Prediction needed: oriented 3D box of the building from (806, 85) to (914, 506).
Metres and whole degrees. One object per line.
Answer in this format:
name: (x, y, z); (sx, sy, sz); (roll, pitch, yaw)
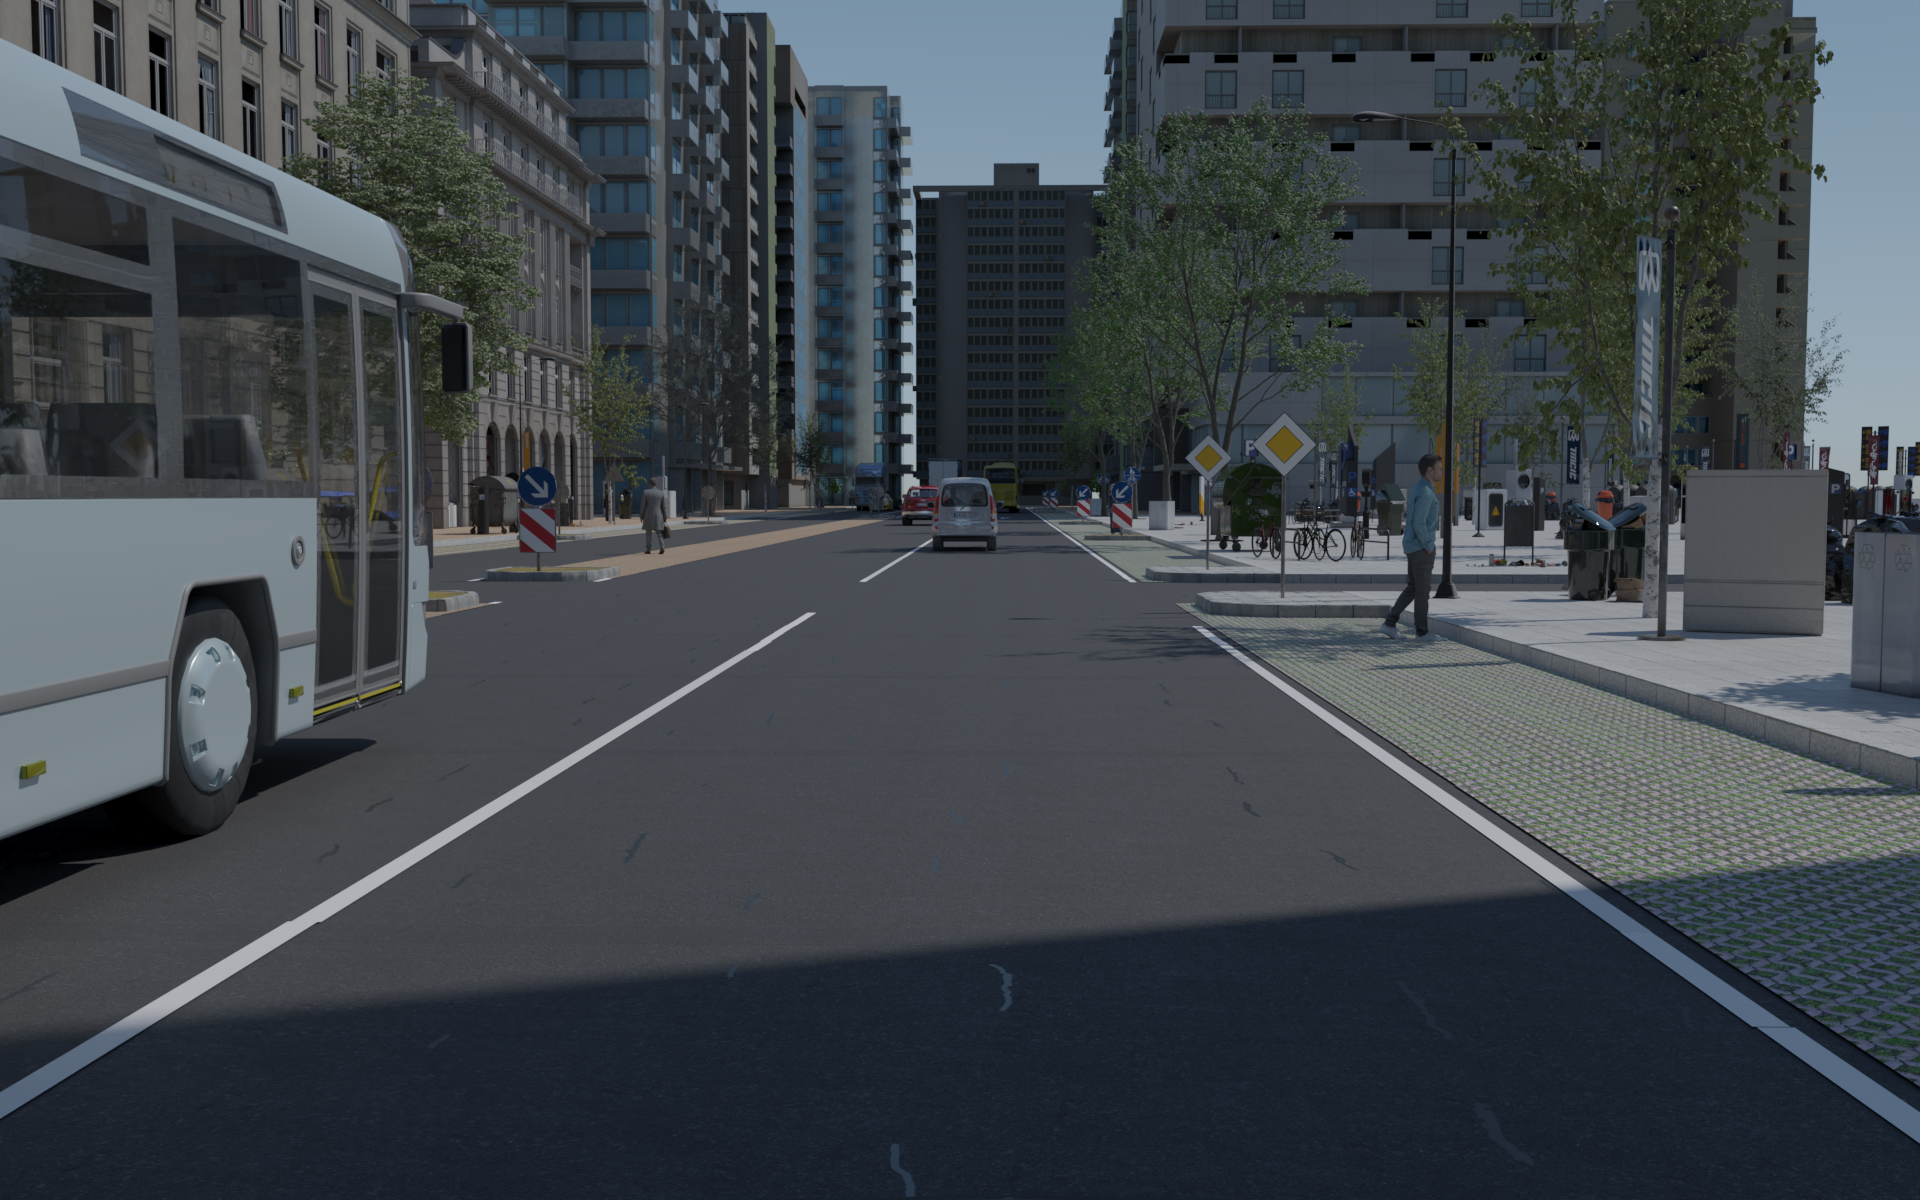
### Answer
building: (-20.701, -35.677, 202.927); (30.456, 49.044, 23.786); (0, 4, 2)

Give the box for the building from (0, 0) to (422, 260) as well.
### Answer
building: (-26.929, -13.083, 47.183); (16.112, 22.955, 30.059); (0, 4, 2)

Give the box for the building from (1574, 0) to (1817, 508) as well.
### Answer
building: (68.200, -33.095, 164.806); (21.600, 48.544, 21.300); (0, 4, 2)

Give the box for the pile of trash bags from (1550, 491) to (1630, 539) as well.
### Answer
pile of trash bags: (17.789, -2.360, 48.333); (1.912, 1.369, 3.447); (1, 4, 11)

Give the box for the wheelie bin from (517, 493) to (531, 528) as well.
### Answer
wheelie bin: (-16.654, -3.549, 65.942); (0.693, 1.594, 0.980); (0, 4, -7)

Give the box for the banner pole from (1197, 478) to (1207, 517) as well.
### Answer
banner pole: (13.686, -6.564, 97.335); (0.863, 3.779, 0.401); (-2, 4, -35)

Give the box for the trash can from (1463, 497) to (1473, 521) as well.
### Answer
trash can: (24.650, -4.398, 83.567); (0.748, 1.137, 0.748); (0, 3, 0)

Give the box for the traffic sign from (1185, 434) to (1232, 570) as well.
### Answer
traffic sign: (4.189, -1.567, 29.265); (0.795, 2.450, 0.064); (0, 4, 2)

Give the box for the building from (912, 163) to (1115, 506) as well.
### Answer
building: (6.609, -31.445, 205.999); (23.993, 40.220, 32.217); (0, 4, 2)

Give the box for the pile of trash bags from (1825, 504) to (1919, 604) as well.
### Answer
pile of trash bags: (11.877, -0.669, 20.698); (3.447, 1.369, 1.912); (0, 4, 3)

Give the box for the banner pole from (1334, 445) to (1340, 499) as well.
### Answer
banner pole: (19.197, -6.023, 88.499); (0.401, 3.779, 0.863); (-2, 4, -28)

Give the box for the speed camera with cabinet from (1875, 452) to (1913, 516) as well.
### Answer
speed camera with cabinet: (43.186, -5.241, 80.033); (2.038, 3.252, 0.660); (-2, 4, -31)

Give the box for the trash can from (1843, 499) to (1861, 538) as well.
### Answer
trash can: (25.762, -2.367, 50.362); (0.748, 1.137, 0.748); (0, 3, 0)

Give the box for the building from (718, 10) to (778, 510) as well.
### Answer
building: (-23.038, -28.096, 142.965); (14.154, 41.232, 14.086); (0, 4, 2)

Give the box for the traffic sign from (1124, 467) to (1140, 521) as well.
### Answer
traffic sign: (8.066, -4.959, 81.181); (0.768, 2.556, 0.104); (0, 4, 7)

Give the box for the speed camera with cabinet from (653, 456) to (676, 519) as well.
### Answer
speed camera with cabinet: (-15.399, -5.865, 90.233); (0.660, 3.252, 2.038); (1, 4, 9)

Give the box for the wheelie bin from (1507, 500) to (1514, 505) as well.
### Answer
wheelie bin: (27.474, -4.832, 86.911); (0.693, 1.594, 0.980); (2, 4, 24)

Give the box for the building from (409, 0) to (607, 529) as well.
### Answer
building: (-24.499, -14.237, 74.576); (13.314, 21.916, 24.055); (0, 4, 2)

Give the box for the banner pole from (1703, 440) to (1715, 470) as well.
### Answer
banner pole: (34.455, -5.491, 79.799); (0.401, 3.779, 0.863); (-2, 4, -30)

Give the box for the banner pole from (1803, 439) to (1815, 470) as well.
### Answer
banner pole: (38.737, -5.446, 79.060); (0.863, 3.779, 0.401); (-2, 4, -25)

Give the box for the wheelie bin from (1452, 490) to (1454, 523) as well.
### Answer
wheelie bin: (21.645, -4.197, 76.529); (0.693, 1.594, 0.980); (1, 4, 13)

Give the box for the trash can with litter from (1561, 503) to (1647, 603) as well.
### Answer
trash can with litter: (7.831, -0.580, 20.862); (1.055, 1.170, 0.624); (3, 5, 39)

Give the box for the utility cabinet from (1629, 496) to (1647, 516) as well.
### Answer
utility cabinet: (23.218, -2.942, 59.266); (0.306, 1.237, 1.020); (0, 4, -1)

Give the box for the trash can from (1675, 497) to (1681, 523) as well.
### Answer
trash can: (31.916, -4.037, 77.652); (0.748, 1.137, 0.748); (0, 3, 0)

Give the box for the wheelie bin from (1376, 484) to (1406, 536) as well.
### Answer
wheelie bin: (13.223, -2.779, 53.351); (0.980, 1.594, 0.693); (-2, 4, -30)

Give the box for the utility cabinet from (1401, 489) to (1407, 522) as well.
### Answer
utility cabinet: (19.913, -4.304, 79.050); (0.318, 1.500, 1.173); (-1, 4, -20)

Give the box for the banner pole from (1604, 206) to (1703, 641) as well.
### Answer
banner pole: (6.016, -1.528, 15.006); (0.863, 3.779, 0.401); (-3, 5, -42)

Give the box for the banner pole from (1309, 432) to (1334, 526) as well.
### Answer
banner pole: (14.508, -4.888, 69.944); (0.863, 3.779, 0.401); (-2, 4, -31)

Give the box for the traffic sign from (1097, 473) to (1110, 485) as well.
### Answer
traffic sign: (8.581, -6.327, 103.547); (0.768, 2.556, 0.104); (1, 4, 9)

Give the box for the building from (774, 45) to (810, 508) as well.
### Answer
building: (-22.790, -31.853, 170.915); (14.200, 45.320, 14.600); (0, 4, 2)

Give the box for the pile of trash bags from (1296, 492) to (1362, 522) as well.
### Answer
pile of trash bags: (17.258, -4.325, 80.460); (1.912, 1.369, 3.447); (-3, 4, -36)

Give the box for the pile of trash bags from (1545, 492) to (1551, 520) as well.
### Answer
pile of trash bags: (29.436, -4.631, 85.461); (1.912, 1.369, 3.447); (0, 4, 7)

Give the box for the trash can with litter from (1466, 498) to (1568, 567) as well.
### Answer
trash can with litter: (10.257, -1.198, 30.650); (2.233, 1.210, 1.678); (2, 4, 34)

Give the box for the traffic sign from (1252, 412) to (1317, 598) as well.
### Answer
traffic sign: (3.972, -1.079, 21.283); (0.795, 2.450, 0.064); (0, 4, 2)

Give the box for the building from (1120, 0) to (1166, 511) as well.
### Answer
building: (19.839, -27.836, 138.721); (14.154, 41.232, 14.086); (0, 4, 2)

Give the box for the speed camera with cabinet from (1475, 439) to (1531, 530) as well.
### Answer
speed camera with cabinet: (19.310, -4.110, 61.535); (2.038, 3.252, 0.660); (-2, 4, -24)

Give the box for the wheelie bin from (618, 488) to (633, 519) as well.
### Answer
wheelie bin: (-17.145, -4.952, 88.881); (0.693, 1.594, 0.980); (0, 4, -2)

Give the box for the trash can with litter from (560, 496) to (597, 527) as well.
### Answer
trash can with litter: (-15.415, -3.537, 68.891); (1.678, 1.210, 2.233); (-1, 4, -20)

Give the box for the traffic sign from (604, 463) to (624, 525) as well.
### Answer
traffic sign: (-14.413, -4.413, 72.156); (0.884, 2.594, 0.081); (0, 4, 3)

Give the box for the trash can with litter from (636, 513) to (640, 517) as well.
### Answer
trash can with litter: (-17.166, -5.150, 95.253); (1.678, 1.210, 2.233); (-3, 5, -42)

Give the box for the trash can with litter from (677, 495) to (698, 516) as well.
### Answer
trash can with litter: (-16.353, -5.651, 103.458); (1.678, 1.210, 2.233); (-1, 4, -9)

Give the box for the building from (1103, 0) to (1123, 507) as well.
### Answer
building: (24.810, -33.087, 160.585); (23.786, 49.044, 30.456); (0, 4, 2)

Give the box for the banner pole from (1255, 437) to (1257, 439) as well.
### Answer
banner pole: (12.888, -5.254, 75.917); (0.401, 3.779, 0.863); (-1, 4, -8)

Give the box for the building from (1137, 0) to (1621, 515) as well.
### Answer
building: (26.314, -32.292, 117.217); (28.713, 52.752, 27.495); (0, 4, 2)

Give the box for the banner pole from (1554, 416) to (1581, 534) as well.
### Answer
banner pole: (19.580, -4.019, 55.733); (0.863, 3.779, 0.401); (-1, 4, -10)

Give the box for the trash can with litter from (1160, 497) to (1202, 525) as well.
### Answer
trash can with litter: (8.875, -3.674, 71.135); (2.233, 1.210, 1.678); (0, 4, -3)

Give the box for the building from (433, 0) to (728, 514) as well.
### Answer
building: (-28.436, -30.644, 120.635); (23.786, 49.044, 30.456); (0, 4, 2)
